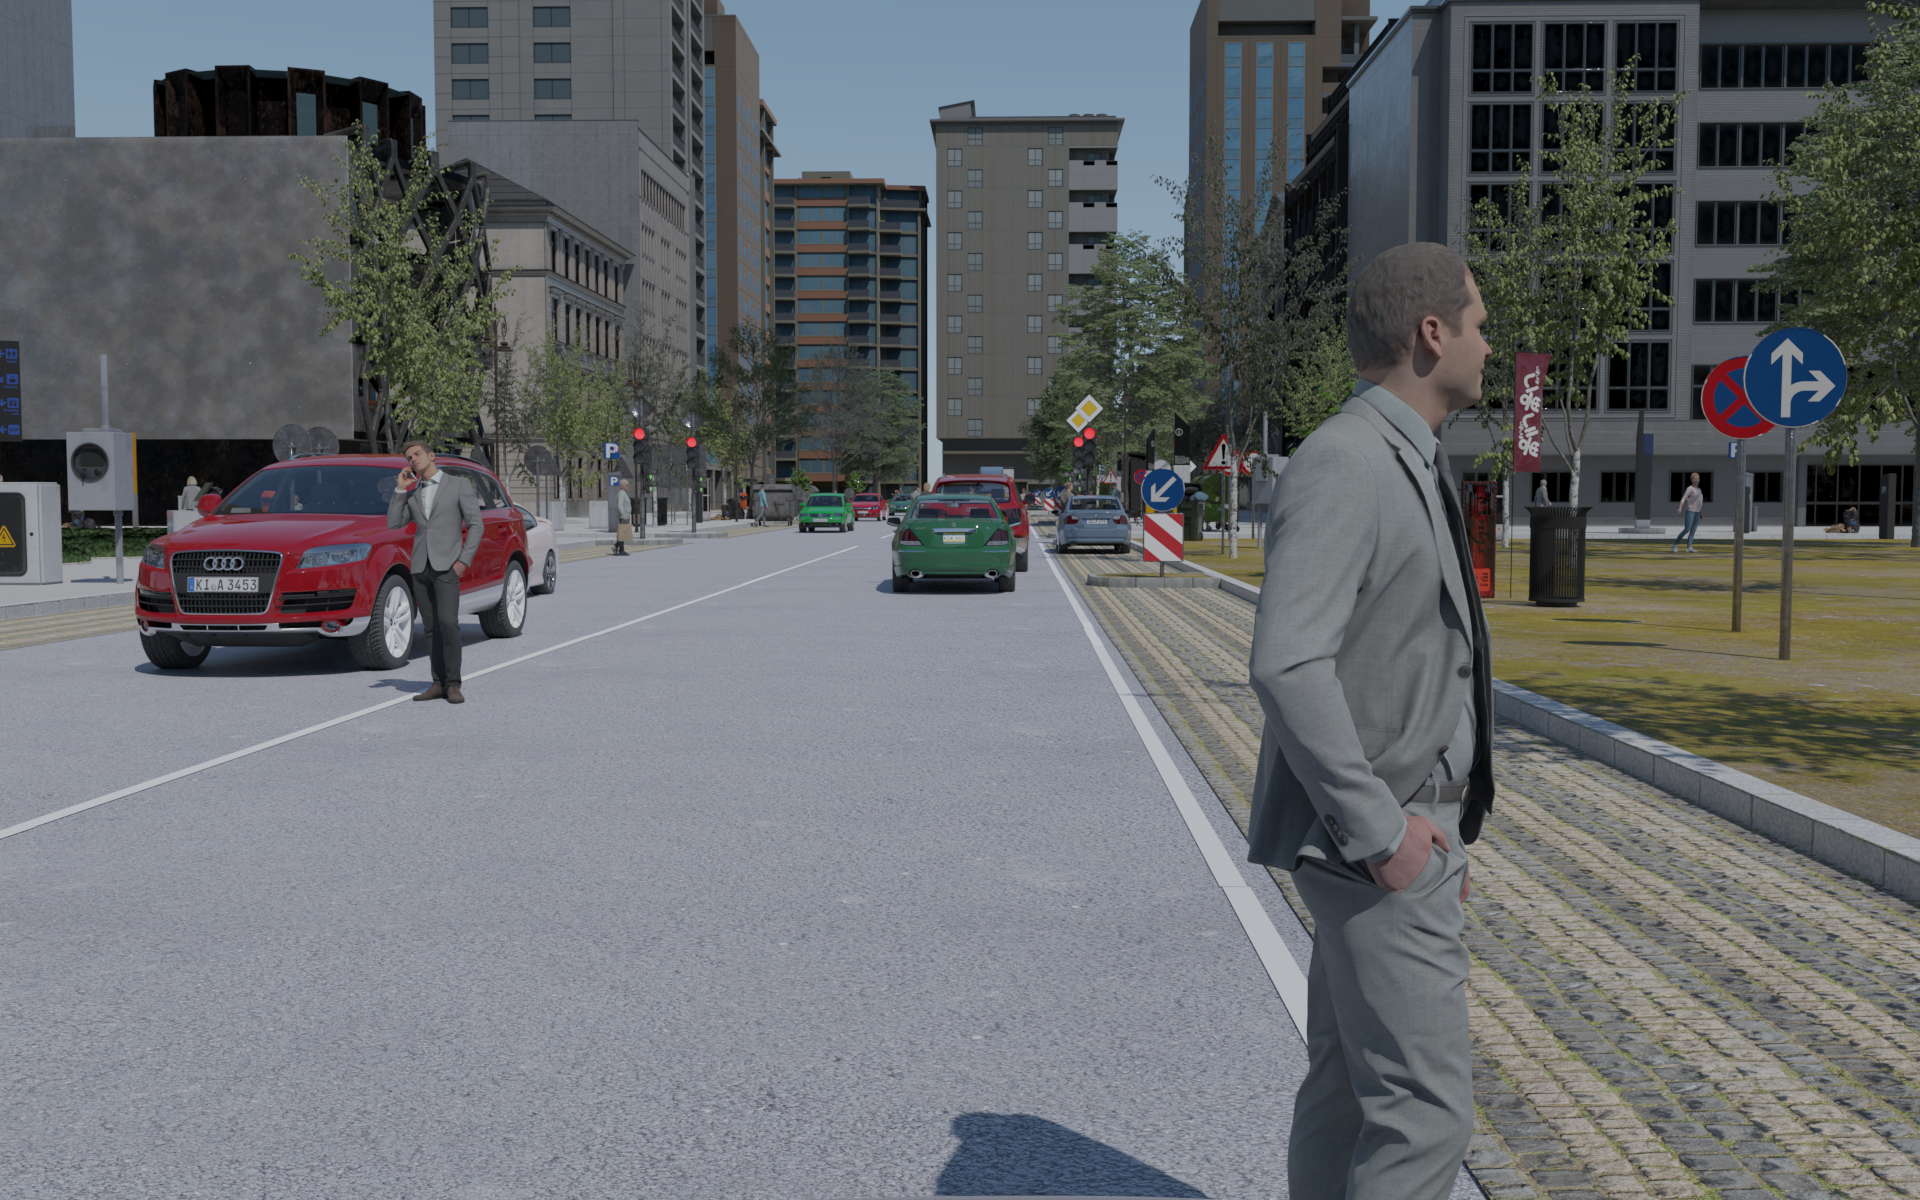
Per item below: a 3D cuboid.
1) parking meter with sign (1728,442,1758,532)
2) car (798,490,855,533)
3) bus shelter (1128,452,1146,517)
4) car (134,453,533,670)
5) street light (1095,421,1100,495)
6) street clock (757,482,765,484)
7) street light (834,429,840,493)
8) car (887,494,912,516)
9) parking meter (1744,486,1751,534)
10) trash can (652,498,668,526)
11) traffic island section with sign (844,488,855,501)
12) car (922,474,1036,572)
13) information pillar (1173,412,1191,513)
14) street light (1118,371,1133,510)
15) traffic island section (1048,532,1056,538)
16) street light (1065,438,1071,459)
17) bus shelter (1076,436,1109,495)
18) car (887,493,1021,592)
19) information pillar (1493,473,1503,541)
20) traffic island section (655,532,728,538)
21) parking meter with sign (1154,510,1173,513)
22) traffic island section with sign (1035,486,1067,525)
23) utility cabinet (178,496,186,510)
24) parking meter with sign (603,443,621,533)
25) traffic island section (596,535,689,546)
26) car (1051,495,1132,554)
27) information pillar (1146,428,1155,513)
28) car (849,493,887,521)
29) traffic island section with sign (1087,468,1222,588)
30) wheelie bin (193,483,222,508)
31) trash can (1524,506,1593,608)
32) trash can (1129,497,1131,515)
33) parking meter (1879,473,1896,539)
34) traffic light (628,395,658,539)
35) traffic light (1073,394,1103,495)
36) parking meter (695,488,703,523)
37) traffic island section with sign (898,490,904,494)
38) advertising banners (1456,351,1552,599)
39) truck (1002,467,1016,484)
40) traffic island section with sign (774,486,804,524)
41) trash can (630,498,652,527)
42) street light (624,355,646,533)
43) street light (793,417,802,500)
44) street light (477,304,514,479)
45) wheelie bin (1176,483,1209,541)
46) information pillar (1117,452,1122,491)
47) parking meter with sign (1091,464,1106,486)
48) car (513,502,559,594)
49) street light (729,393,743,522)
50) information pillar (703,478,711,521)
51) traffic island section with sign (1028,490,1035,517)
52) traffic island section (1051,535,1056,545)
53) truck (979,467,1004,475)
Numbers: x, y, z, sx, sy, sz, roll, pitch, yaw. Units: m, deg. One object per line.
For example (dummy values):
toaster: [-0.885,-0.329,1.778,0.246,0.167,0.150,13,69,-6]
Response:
parking meter with sign: [26.491,-3.807,58.501,0.543,3.016,1.738,3,5,41]
car: [-5.031,-3.470,65.535,1.959,1.807,4.718,0,4,2]
bus shelter: [10.009,-6.582,98.892,1.731,3.624,6.357,0,4,2]
car: [-5.506,-0.438,15.840,2.281,1.827,5.304,0,4,3]
street light: [6.826,-6.990,87.069,0.468,5.910,1.993,0,4,2]
street clock: [-11.674,-5.933,101.577,0.471,2.002,0.358,-2,4,-32]
street light: [-8.808,-9.229,123.689,0.468,5.910,1.993,0,4,2]
car: [-3.748,-6.301,114.818,2.131,1.459,4.920,0,4,1]
parking meter: [25.532,-2.937,56.425,0.372,1.533,0.369,0,3,0]
trash can: [-12.190,-3.589,70.337,0.748,1.137,0.748,0,3,0]
traffic island section with sign: [-6.943,-6.159,109.334,1.989,1.847,2.006,0,4,2]
car: [0.319,-1.516,33.461,2.281,1.827,5.304,0,4,2]
information pillar: [6.360,-3.574,49.782,0.504,3.616,0.183,0,4,-4]
street light: [6.202,-5.646,65.101,0.468,5.910,1.993,0,4,2]
traffic island section: [3.903,-2.124,57.008,2.009,0.180,2.903,0,4,2]
street light: [8.223,-9.697,131.327,0.468,5.910,1.993,0,4,2]
bus shelter: [8.737,-8.482,116.309,2.179,5.291,8.768,0,4,2]
car: [-0.093,-0.916,26.776,2.131,1.459,4.920,0,4,0]
information pillar: [14.606,-2.598,46.965,0.304,2.012,0.304,1,4,8]
traffic island section: [-8.833,-2.148,57.395,2.009,0.180,2.903,0,4,2]
parking meter with sign: [9.629,-5.127,80.090,1.738,3.016,0.543,3,5,43]
traffic island section with sign: [4.652,-4.463,81.595,1.989,1.847,2.006,0,4,2]
utility cabinet: [-25.879,-2.901,58.596,1.020,1.237,0.306,0,4,5]
parking meter with sign: [-11.621,-3.776,58.006,0.543,3.016,1.738,-1,4,-14]
traffic island section: [-9.073,-1.660,49.414,2.009,0.180,2.903,0,4,2]
car: [3.258,-1.879,42.716,2.014,1.417,4.499,0,4,2]
information pillar: [6.767,-4.292,61.535,0.183,3.616,0.504,2,4,35]
car: [-4.939,-5.096,92.352,2.155,1.783,4.494,0,4,3]
traffic island section with sign: [3.011,-1.135,27.181,1.989,1.847,2.006,0,4,2]
wheelie bin: [-20.853,-2.459,48.106,0.693,1.594,0.980,-3,4,-38]
trash can: [6.816,-0.496,19.764,0.748,1.137,0.748,0,3,0]
trash can: [10.059,-5.863,107.508,0.748,1.137,0.748,0,3,0]
parking meter: [26.348,-2.661,49.211,0.255,1.863,0.399,0,4,-7]
traffic light: [-9.034,-3.692,49.278,0.839,4.253,0.868,0,4,2]
traffic light: [3.622,-3.669,48.913,0.839,4.253,0.868,0,4,2]
parking meter: [-11.624,-4.349,76.825,0.399,1.863,0.255,3,5,39]
traffic island section with sign: [-5.427,-9.230,159.531,1.989,1.847,2.006,0,4,2]
advertising banners: [6.315,-1.527,21.148,2.074,3.025,0.090,-1,4,-18]
truck: [4.428,-11.844,182.558,2.839,4.237,11.283,0,4,2]
traffic island section with sign: [-7.754,-4.512,82.391,1.989,1.847,2.006,0,4,2]
trash can: [-12.710,-3.478,68.521,0.748,1.137,0.748,0,3,0]
street light: [-10.777,-5.185,57.563,0.468,5.910,1.993,0,4,2]
street light: [-9.492,-7.886,101.724,0.468,5.910,1.993,0,4,2]
street light: [-11.272,-4.243,42.158,0.468,5.910,1.993,0,4,2]
wheelie bin: [6.307,-2.412,47.343,0.980,1.594,0.693,1,4,22]
information pillar: [7.743,-5.587,82.709,0.504,3.616,0.183,1,4,20]
parking meter with sign: [8.041,-6.495,102.456,0.543,3.016,1.738,-1,4,-20]
car: [-6.812,-0.680,23.476,2.083,1.381,4.827,0,4,2]
street light: [-10.277,-6.529,79.534,0.468,5.910,1.993,0,4,2]
information pillar: [-11.916,-4.701,81.359,0.304,2.012,0.304,1,4,11]
traffic island section with sign: [5.462,-6.123,108.741,1.989,1.847,2.006,0,4,2]
traffic island section: [3.662,-1.636,49.026,2.009,0.180,2.903,0,4,2]
truck: [2.857,-10.760,165.680,2.967,4.110,18.799,0,4,3]
